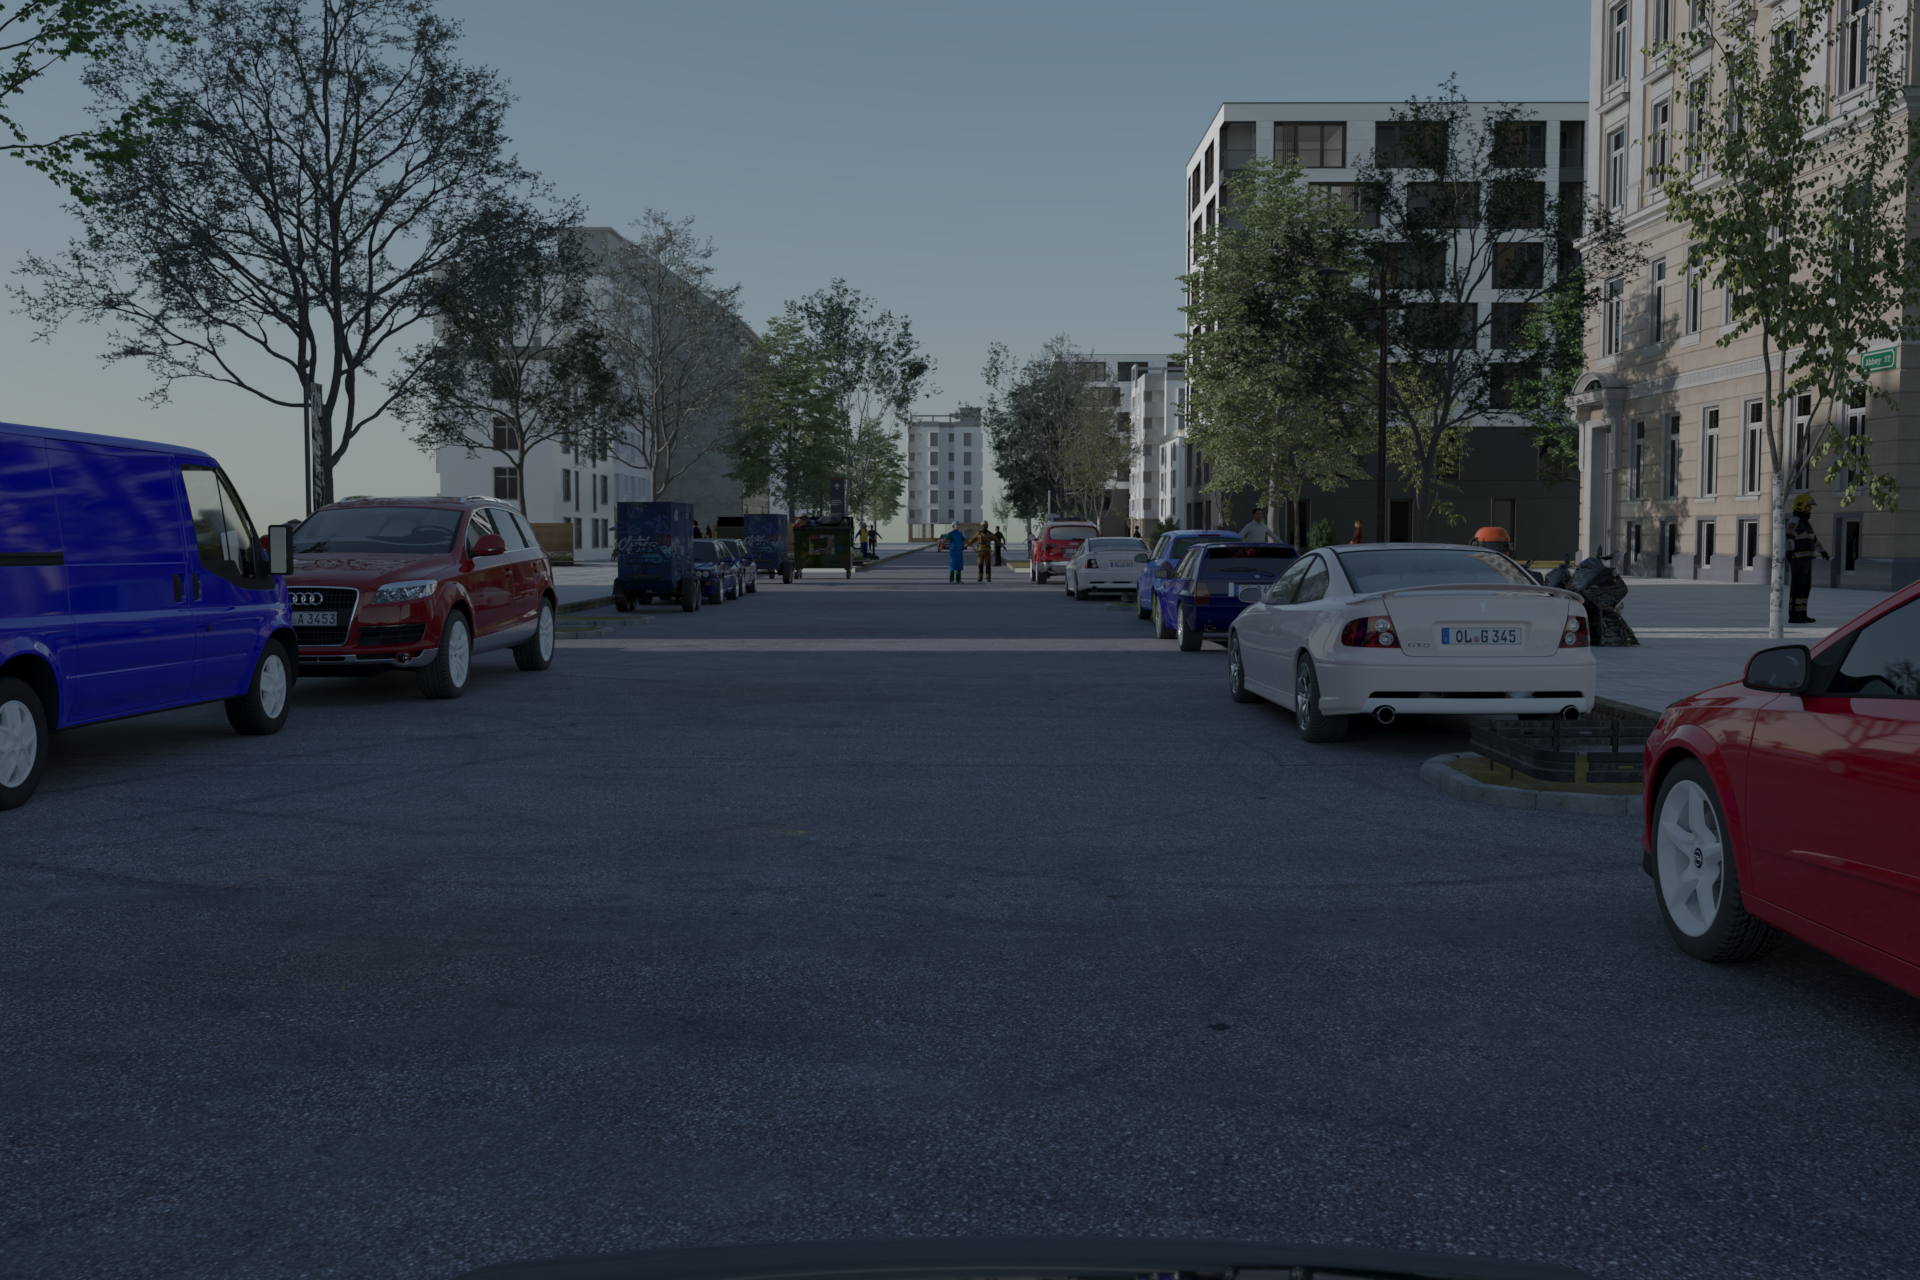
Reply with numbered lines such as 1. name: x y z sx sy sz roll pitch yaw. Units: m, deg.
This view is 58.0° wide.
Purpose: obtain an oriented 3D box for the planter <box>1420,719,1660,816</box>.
1. planter: 3.698 0.694 9.800 1.991 0.319 1.994 0 3 0

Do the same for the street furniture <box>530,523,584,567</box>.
1. street furniture: -19.700 -3.860 69.967 9.812 1.723 11.010 -1 4 -11

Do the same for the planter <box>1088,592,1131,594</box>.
1. planter: 3.861 -1.318 42.695 1.991 0.319 1.994 0 4 1

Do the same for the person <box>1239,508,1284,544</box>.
1. person: 6.045 -1.774 35.166 1.344 1.810 0.704 -1 4 -21

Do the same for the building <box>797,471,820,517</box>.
1. building: -22.798 -17.523 228.652 9.099 9.664 28.070 0 4 1

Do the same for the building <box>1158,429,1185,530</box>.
1. building: 21.887 -12.012 138.537 9.099 9.664 28.070 0 4 0

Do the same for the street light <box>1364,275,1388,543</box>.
1. street light: 7.997 -3.541 30.433 1.470 5.913 1.316 0 3 0

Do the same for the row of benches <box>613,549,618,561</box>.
1. row of benches: -15.610 -4.186 83.901 1.422 0.672 4.104 1 4 18

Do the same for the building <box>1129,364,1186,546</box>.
1. building: 24.126 -20.570 192.738 16.016 20.090 11.380 0 4 1

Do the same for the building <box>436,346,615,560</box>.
1. building: -22.694 -9.134 91.484 9.099 9.664 28.070 0 3 0

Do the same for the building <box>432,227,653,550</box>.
1. building: -26.485 -15.390 108.039 16.016 20.090 11.380 0 4 0

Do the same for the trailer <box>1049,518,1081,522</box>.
1. trailer: 3.709 -3.374 62.211 1.471 1.999 3.904 0 4 -1

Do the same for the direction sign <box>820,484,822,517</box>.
1. direction sign: -6.261 -5.270 78.167 0.379 3.537 0.876 0 4 1

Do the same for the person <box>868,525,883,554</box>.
1. person: -5.173 -5.839 101.401 1.347 1.837 0.705 1 4 8

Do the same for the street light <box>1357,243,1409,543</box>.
1. street light: 6.761 -3.367 27.837 0.468 5.910 1.993 0 3 0

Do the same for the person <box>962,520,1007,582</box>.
1. person: 0.736 -2.673 51.926 1.354 1.858 0.705 0 4 5

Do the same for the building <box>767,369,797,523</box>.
1. building: -24.818 -20.899 198.119 16.016 20.090 11.380 0 4 -1

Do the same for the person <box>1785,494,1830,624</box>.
1. person: 12.132 -1.171 24.919 1.351 1.858 0.704 -3 5 -43

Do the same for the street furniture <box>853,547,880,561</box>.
1. street furniture: -8.840 -4.169 83.794 10.072 0.657 5.734 0 4 1

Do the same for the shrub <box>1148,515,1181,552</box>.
1. shrub: 8.194 -3.934 68.357 1.661 2.075 1.752 0 3 0

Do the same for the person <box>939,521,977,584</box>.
1. person: -0.100 -2.526 49.888 1.347 1.817 0.704 -3 4 -39

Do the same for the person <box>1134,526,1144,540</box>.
1. person: 9.745 -5.365 94.437 0.721 1.740 1.216 -1 4 -16

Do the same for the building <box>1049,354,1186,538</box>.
1. building: 24.802 -22.564 212.898 27.936 21.610 32.646 0 4 1

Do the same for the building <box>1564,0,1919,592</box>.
1. building: 26.749 -15.976 47.119 13.634 28.700 20.117 0 4 0

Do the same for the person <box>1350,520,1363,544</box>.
1. person: 12.664 -2.976 55.462 0.721 1.729 1.215 2 4 24

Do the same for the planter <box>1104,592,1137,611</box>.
1. planter: 3.764 -0.731 33.085 1.991 0.319 1.994 0 4 1

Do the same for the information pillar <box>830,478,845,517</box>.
1. information pillar: -5.619 -5.523 79.685 0.750 3.857 0.750 0 4 1

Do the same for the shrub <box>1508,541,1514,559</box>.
1. shrub: 23.244 -3.864 74.294 1.383 1.207 1.383 0 3 0

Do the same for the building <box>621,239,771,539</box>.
1. building: -25.098 -18.547 134.180 19.493 23.208 18.063 0 4 0

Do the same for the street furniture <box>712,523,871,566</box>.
1. street furniture: -6.687 -3.941 71.292 11.010 1.723 9.812 0 4 -4

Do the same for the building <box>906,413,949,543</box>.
1. building: -7.717 -24.662 262.099 11.380 20.090 16.016 0 4 -1

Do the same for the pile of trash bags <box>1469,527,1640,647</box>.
1. pile of trash bags: 6.856 -0.696 21.132 1.912 1.369 3.447 0 4 1

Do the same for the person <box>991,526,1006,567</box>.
1. person: 1.637 -4.133 76.249 0.704 1.802 1.346 3 4 39

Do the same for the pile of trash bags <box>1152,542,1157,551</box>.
1. pile of trash bags: 7.385 -2.964 58.206 1.912 1.369 3.447 0 4 0

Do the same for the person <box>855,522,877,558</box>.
1. person: -4.313 -4.419 78.221 1.349 1.833 0.705 -3 5 -44

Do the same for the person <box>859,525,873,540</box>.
1. person: -5.437 -5.713 99.596 0.705 1.806 1.347 -3 4 -37

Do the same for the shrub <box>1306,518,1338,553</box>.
1. shrub: 17.004 -4.713 81.097 1.661 2.075 1.752 0 3 0

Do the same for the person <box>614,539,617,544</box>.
1. person: -12.350 -3.617 65.279 1.346 1.812 0.704 -1 4 -9

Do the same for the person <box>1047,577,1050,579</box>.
1. person: 2.674 -2.838 55.321 0.721 1.772 1.216 1 4 22

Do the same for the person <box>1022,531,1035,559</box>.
1. person: 3.603 -4.949 90.188 0.599 1.433 0.991 3 5 44

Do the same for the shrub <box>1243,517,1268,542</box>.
1. shrub: 14.188 -4.736 81.477 1.661 2.075 1.752 0 3 0

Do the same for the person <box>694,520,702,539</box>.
1. person: -10.007 -3.611 65.218 0.705 1.806 1.347 1 4 20

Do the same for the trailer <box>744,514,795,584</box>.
1. trailer: -5.582 -2.585 49.316 1.471 1.999 3.904 0 4 0

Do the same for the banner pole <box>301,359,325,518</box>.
1. banner pole: -9.367 -2.148 25.131 0.401 3.779 0.863 0 4 1

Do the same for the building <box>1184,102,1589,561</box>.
1. building: 26.480 -15.570 98.541 27.936 21.610 32.646 0 4 0

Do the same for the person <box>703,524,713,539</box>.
1. person: -14.994 -5.949 103.047 0.705 1.856 1.354 1 4 12

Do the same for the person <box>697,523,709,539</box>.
1. person: -11.759 -4.377 77.428 1.347 1.847 0.705 -1 4 -13

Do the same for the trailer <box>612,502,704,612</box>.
1. trailer: -5.590 -1.490 31.406 1.471 1.999 3.904 0 4 0
